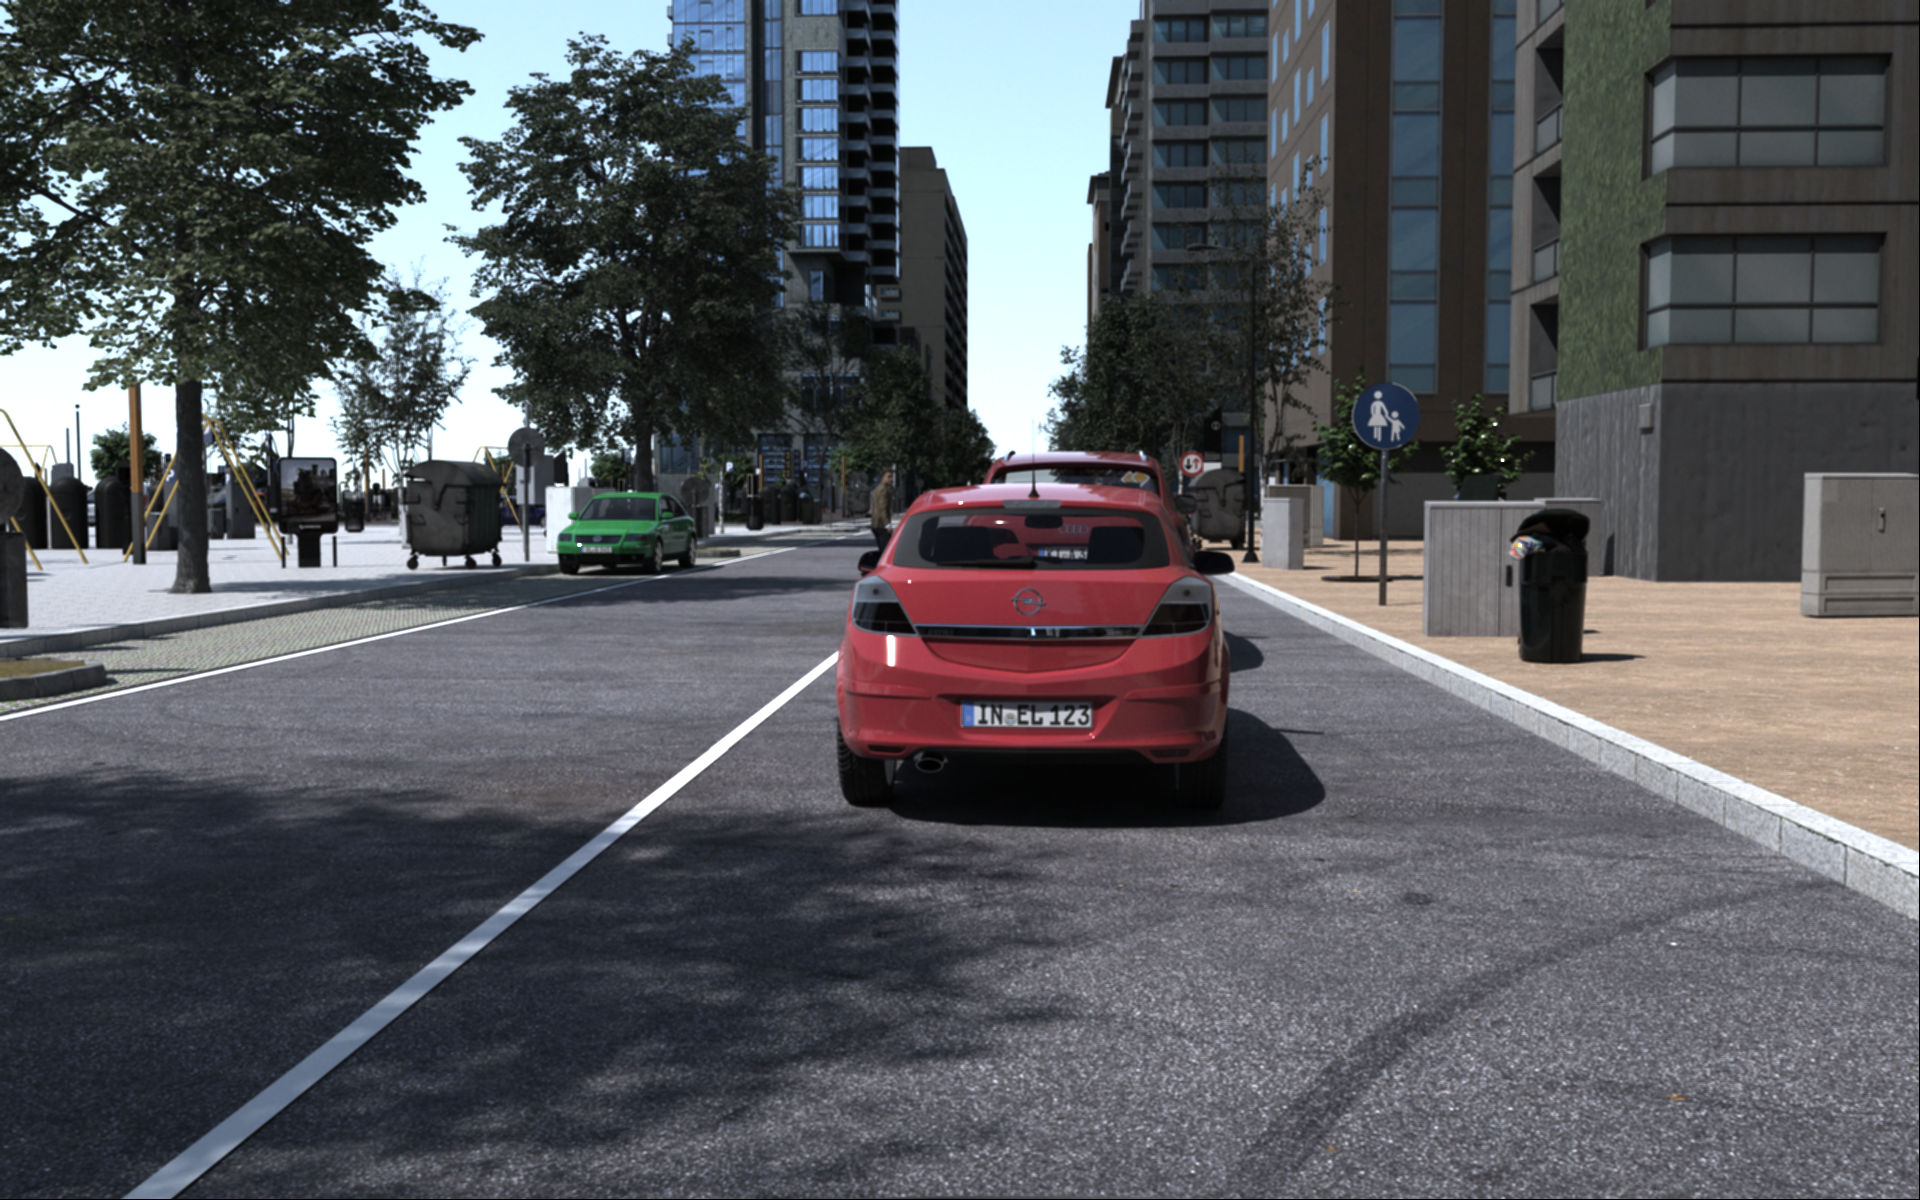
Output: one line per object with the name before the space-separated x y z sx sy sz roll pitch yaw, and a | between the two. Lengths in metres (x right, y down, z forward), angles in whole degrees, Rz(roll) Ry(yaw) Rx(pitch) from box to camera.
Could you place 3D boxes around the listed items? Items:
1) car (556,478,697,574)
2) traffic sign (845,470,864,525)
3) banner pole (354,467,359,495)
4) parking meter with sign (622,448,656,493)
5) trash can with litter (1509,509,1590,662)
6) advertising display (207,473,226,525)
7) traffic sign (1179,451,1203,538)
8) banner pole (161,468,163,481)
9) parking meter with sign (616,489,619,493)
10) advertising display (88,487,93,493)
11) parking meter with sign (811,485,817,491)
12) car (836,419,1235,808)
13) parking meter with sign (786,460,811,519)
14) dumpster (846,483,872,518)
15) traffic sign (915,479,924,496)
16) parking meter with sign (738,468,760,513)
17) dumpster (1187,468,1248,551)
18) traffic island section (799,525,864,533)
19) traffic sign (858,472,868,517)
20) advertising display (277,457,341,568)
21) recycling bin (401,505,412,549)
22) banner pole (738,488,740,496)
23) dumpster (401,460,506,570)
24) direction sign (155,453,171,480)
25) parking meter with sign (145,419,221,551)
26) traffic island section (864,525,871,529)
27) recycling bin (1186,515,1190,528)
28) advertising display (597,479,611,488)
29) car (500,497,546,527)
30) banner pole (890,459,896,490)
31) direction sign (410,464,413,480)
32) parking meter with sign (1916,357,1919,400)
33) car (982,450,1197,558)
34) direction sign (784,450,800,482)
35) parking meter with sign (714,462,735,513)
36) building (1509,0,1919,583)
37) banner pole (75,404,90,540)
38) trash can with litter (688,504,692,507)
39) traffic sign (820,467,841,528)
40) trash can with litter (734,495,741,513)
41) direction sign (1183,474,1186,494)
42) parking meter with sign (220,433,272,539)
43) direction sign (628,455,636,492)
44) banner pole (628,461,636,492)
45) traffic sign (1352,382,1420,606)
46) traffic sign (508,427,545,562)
car | -6.128 -1.429 32.166 1.959 1.807 4.718 0 4 4
traffic sign | -4.429 -4.218 72.614 0.795 2.450 0.064 0 4 3
banner pole | -49.594 -9.311 142.255 0.863 3.779 0.401 3 5 41
parking meter with sign | -11.879 -4.236 65.517 1.738 3.016 0.543 1 4 20
trash can with litter | 4.522 -0.128 13.488 0.624 1.170 1.055 1 4 9
advertising display | -22.705 -2.918 52.930 0.123 1.923 0.974 3 5 43
traffic sign | 6.829 -3.111 50.965 0.768 2.556 0.104 0 4 8
banner pole | -67.345 -9.527 145.785 0.863 3.779 0.401 1 4 10
parking meter with sign | -29.344 -9.285 148.064 0.543 3.016 1.738 1 4 18
advertising display | -75.252 -8.812 149.290 0.974 1.923 0.123 -1 4 -13
parking meter with sign | -12.024 -8.854 141.017 0.543 3.016 1.738 3 5 41
car | 0.449 -0.025 9.451 2.155 1.783 4.494 0 4 4
parking meter with sign | -8.618 -5.708 89.584 0.543 3.016 1.738 -3 5 -43
dumpster | -5.414 -5.311 92.592 1.264 1.857 1.865 0 4 3
traffic sign | -3.357 -8.796 143.918 0.768 2.556 0.104 0 4 5
parking meter with sign | -14.223 -7.373 116.815 0.543 3.016 1.738 3 5 44
dumpster | 5.956 -2.095 40.004 1.264 1.857 1.865 0 4 3
traffic island section | -4.842 -2.595 64.701 2.009 0.180 2.903 0 4 3
traffic sign | -5.589 -6.021 98.554 0.768 2.556 0.104 1 4 10
advertising display | -11.376 -1.530 30.230 0.974 1.923 0.123 -2 4 -29
recycling bin | -12.666 -1.729 40.826 0.722 1.027 0.722 1 4 14
banner pole | -17.625 -9.148 139.580 0.863 3.779 0.401 1 4 19
dumpster | -8.755 -1.481 29.980 1.264 1.857 1.865 0 4 3
direction sign | -44.394 -6.397 96.595 0.876 3.537 0.379 0 4 -1
parking meter with sign | -17.898 -2.658 39.719 0.543 3.016 1.738 1 4 18
traffic island section | -4.453 -3.082 72.677 2.009 0.180 2.903 0 4 3
recycling bin | 8.339 -3.176 64.481 0.722 1.027 0.722 1 4 18
advertising display | -15.588 -4.323 75.896 0.123 1.923 0.974 1 4 19
car | -17.515 -3.478 69.448 3.894 1.354 1.945 0 4 2
banner pole | -4.719 -8.042 121.508 0.401 3.779 0.863 -3 4 -39
direction sign | -36.439 -7.528 115.087 0.379 3.537 0.876 0 4 -7
parking meter with sign | 12.824 -1.539 21.429 0.543 3.016 1.738 -2 4 -35
car | 1.081 -0.450 16.023 2.281 1.827 5.304 0 4 4
direction sign | -8.551 -5.882 88.164 0.876 3.537 0.379 2 4 25
parking meter with sign | -12.862 -5.921 93.061 0.543 3.016 1.738 2 4 31
building | 17.479 -21.213 30.430 14.154 41.232 14.086 0 4 3
banner pole | -24.601 -3.571 48.407 0.401 3.779 0.863 -2 4 -24
trash can with litter | -17.671 -6.178 112.062 1.678 1.210 2.233 0 4 4
traffic sign | -4.818 -3.731 64.638 0.795 2.450 0.064 0 4 3
trash can with litter | -13.821 -6.138 111.406 2.233 1.210 1.678 -3 5 -44
direction sign | 18.106 -9.066 140.229 0.379 3.537 0.876 2 4 26
parking meter with sign | -20.583 -3.253 49.444 1.738 3.016 0.543 -3 5 -44
direction sign | -18.808 -6.591 99.756 0.876 3.537 0.379 0 4 -3
banner pole | -24.606 -8.544 129.710 0.863 3.779 0.401 -1 4 -13
traffic sign | 4.866 -1.208 19.858 0.768 2.556 0.104 0 4 6
traffic sign | -8.232 -2.003 32.862 0.768 2.556 0.104 1 4 12
